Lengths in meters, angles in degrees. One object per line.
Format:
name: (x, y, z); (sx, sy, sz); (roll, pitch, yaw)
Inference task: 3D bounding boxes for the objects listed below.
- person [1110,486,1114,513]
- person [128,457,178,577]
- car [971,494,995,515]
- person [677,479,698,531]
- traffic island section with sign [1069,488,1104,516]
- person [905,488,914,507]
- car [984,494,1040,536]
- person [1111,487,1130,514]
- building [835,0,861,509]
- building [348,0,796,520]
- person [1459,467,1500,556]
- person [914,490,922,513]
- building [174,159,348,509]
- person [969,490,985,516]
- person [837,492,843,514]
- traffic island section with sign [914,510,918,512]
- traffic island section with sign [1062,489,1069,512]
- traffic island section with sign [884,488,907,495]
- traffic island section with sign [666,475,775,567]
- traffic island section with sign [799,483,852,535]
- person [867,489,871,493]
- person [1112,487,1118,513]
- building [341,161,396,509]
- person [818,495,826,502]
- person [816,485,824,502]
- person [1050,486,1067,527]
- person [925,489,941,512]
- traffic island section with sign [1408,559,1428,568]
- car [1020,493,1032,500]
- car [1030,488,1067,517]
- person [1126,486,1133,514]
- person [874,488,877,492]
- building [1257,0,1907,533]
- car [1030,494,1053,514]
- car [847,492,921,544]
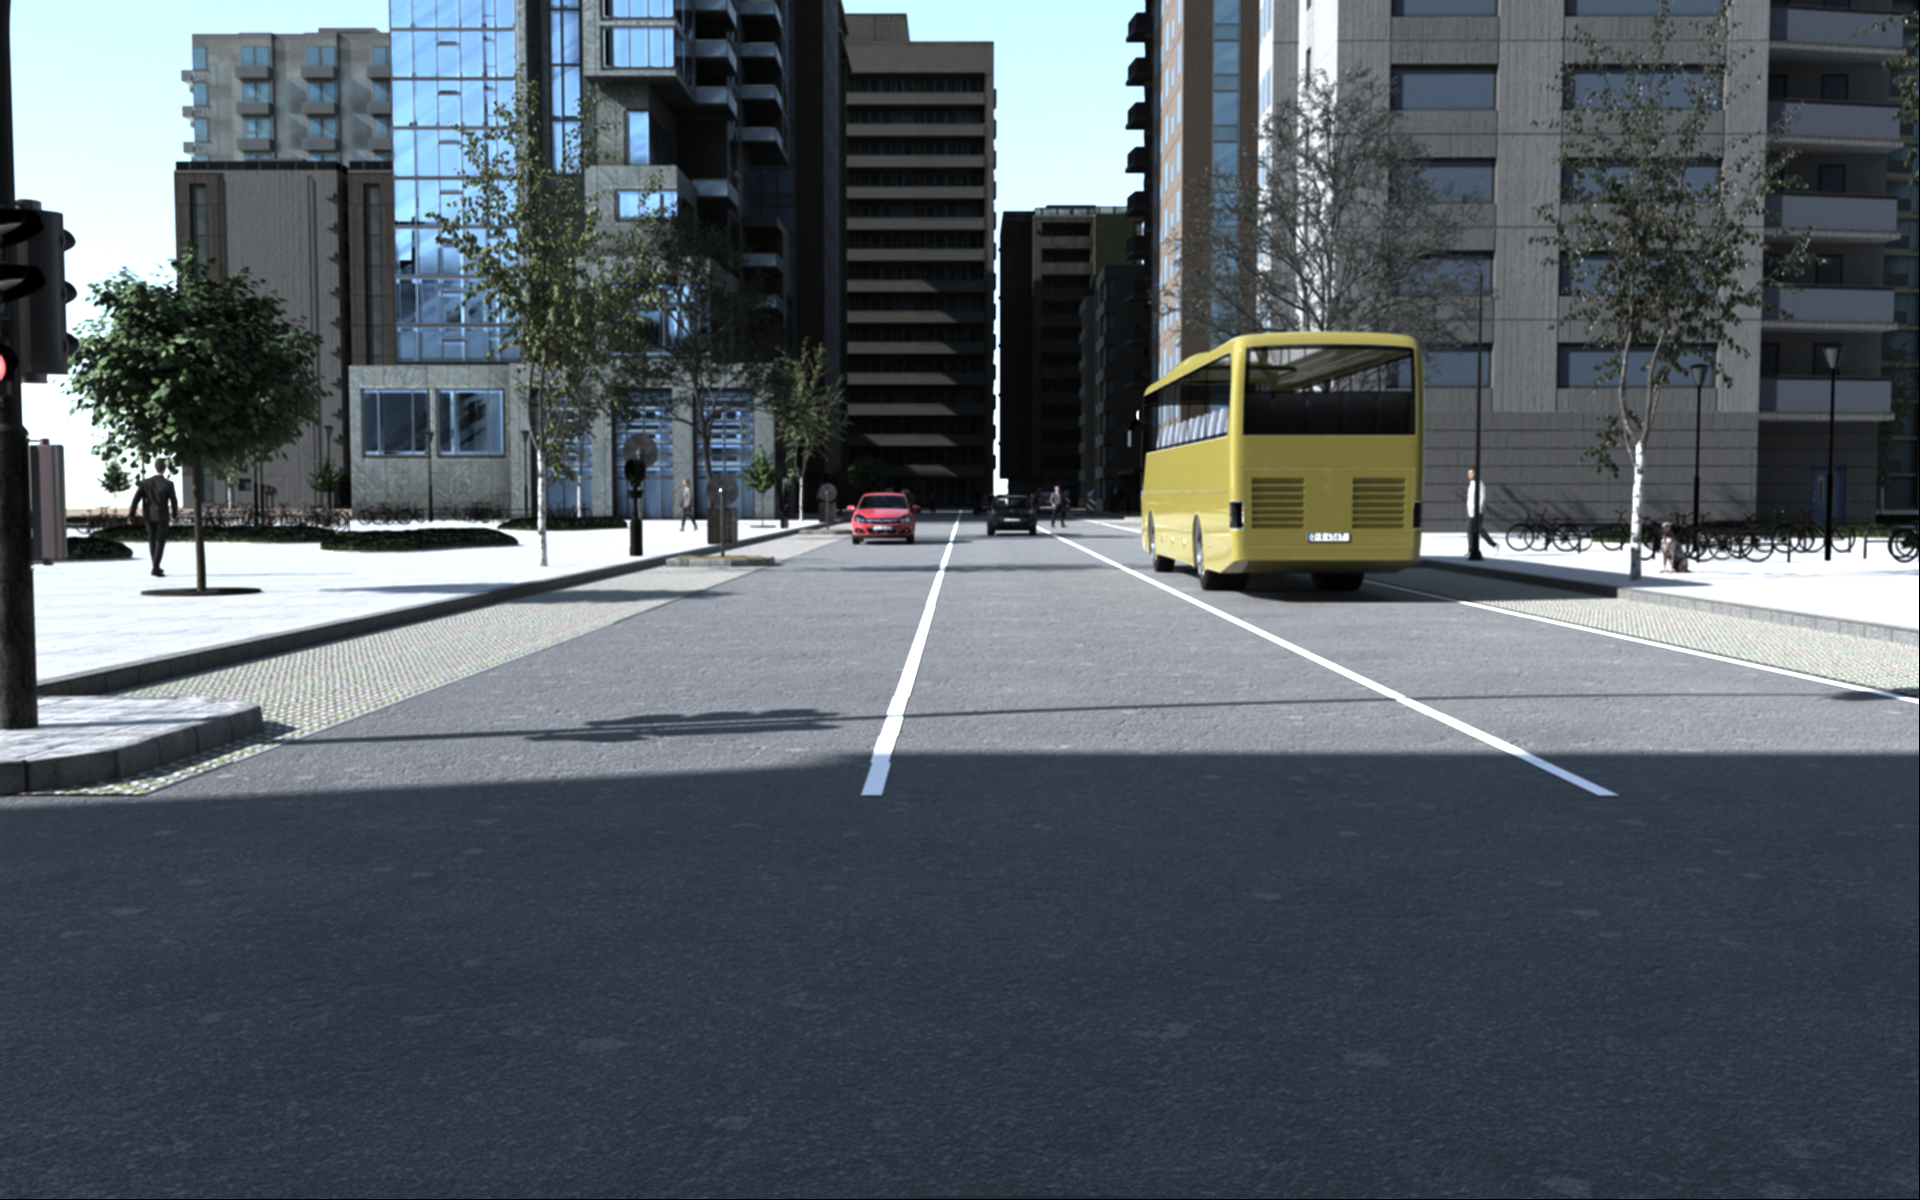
person: (10.508, -6.932, 119.312); (0.705, 1.831, 1.348); (0, 4, -5)
person: (-12.514, -1.297, 27.030); (0.659, 1.850, 0.755); (0, 4, -4)
car: (1.799, -6.911, 122.784); (2.009, 1.686, 4.222); (0, 4, -1)
person: (-9.319, -3.253, 59.409); (0.728, 1.800, 0.709); (-2, 4, -30)
traffic island section with sign: (8.329, -6.348, 112.418); (1.989, 1.847, 2.006); (0, 4, 0)
person: (-2.951, -5.254, 94.934); (0.750, 1.759, 0.617); (-2, 4, -29)
car: (1.828, -3.125, 60.881); (2.009, 1.686, 4.222); (0, 4, 2)
person: (10.274, -6.358, 110.813); (1.217, 1.723, 0.721); (1, 4, 12)
building: (-22.408, -30.221, 148.737); (28.867, 44.769, 22.147); (0, 4, 0)
building: (-20.263, -48.056, 98.394); (22.319, 86.520, 31.000); (0, 4, 0)
person: (10.786, -1.839, 35.952); (0.795, 1.843, 0.661); (0, 4, -1)
person: (-3.152, -7.348, 129.324); (0.721, 1.739, 1.217); (2, 4, 27)
building: (-59.149, -23.321, 152.994); (14.107, 30.474, 14.160); (0, 4, 0)
person: (1.117, -6.278, 111.974); (1.217, 1.723, 0.721); (-2, 4, -28)
person: (-7.633, -6.260, 109.126); (0.721, 1.736, 1.217); (0, 4, -3)
traffic island section with sign: (-4.399, -7.933, 138.337); (1.989, 1.847, 2.006); (0, 4, 0)
traffic island section with sign: (8.431, -7.997, 139.373); (1.989, 1.847, 2.006); (0, 4, 0)
traffic island section with sign: (-4.497, -6.278, 111.270); (1.989, 1.847, 2.006); (0, 4, 0)
traffic island section with sign: (-4.769, -1.600, 34.789); (1.989, 1.847, 2.006); (0, 4, 0)
traffic island section with sign: (-4.668, -3.249, 61.744); (1.989, 1.847, 2.006); (0, 4, 0)
person: (-5.194, -5.612, 100.934); (0.721, 1.739, 1.217); (1, 4, 22)
person: (10.196, -6.605, 114.758); (0.721, 1.736, 1.217); (0, 4, 3)
building: (-44.514, -23.317, 152.928); (14.107, 30.474, 14.160); (0, 4, 0)
person: (-7.681, -5.356, 96.796); (0.628, 1.438, 0.799); (-3, 5, -39)
person: (-7.215, -5.148, 90.921); (0.721, 1.736, 1.217); (2, 4, 27)
person: (4.226, -4.005, 74.388); (0.661, 1.777, 0.834); (-3, 4, -39)
person: (-2.158, -7.828, 136.418); (1.348, 1.831, 0.705); (1, 4, 18)
traffic island section with sign: (8.043, -1.573, 34.354); (1.989, 1.847, 2.006); (0, 4, 0)
car: (5.539, -8.844, 153.640); (2.155, 1.783, 4.494); (0, 4, 1)
car: (5.502, -6.044, 107.492); (2.281, 1.827, 5.304); (0, 4, 2)
person: (11.066, -6.586, 113.666); (0.705, 1.831, 1.348); (0, 4, -7)
person: (-4.839, -5.444, 98.043); (0.617, 1.759, 0.750); (-1, 4, -20)
building: (22.807, -32.257, 69.397); (21.231, 58.520, 28.212); (0, 4, 0)
car: (5.733, -6.820, 121.100); (1.945, 1.707, 3.694); (0, 3, 0)
car: (-2.231, -2.561, 50.911); (2.155, 1.783, 4.494); (0, 4, -1)
